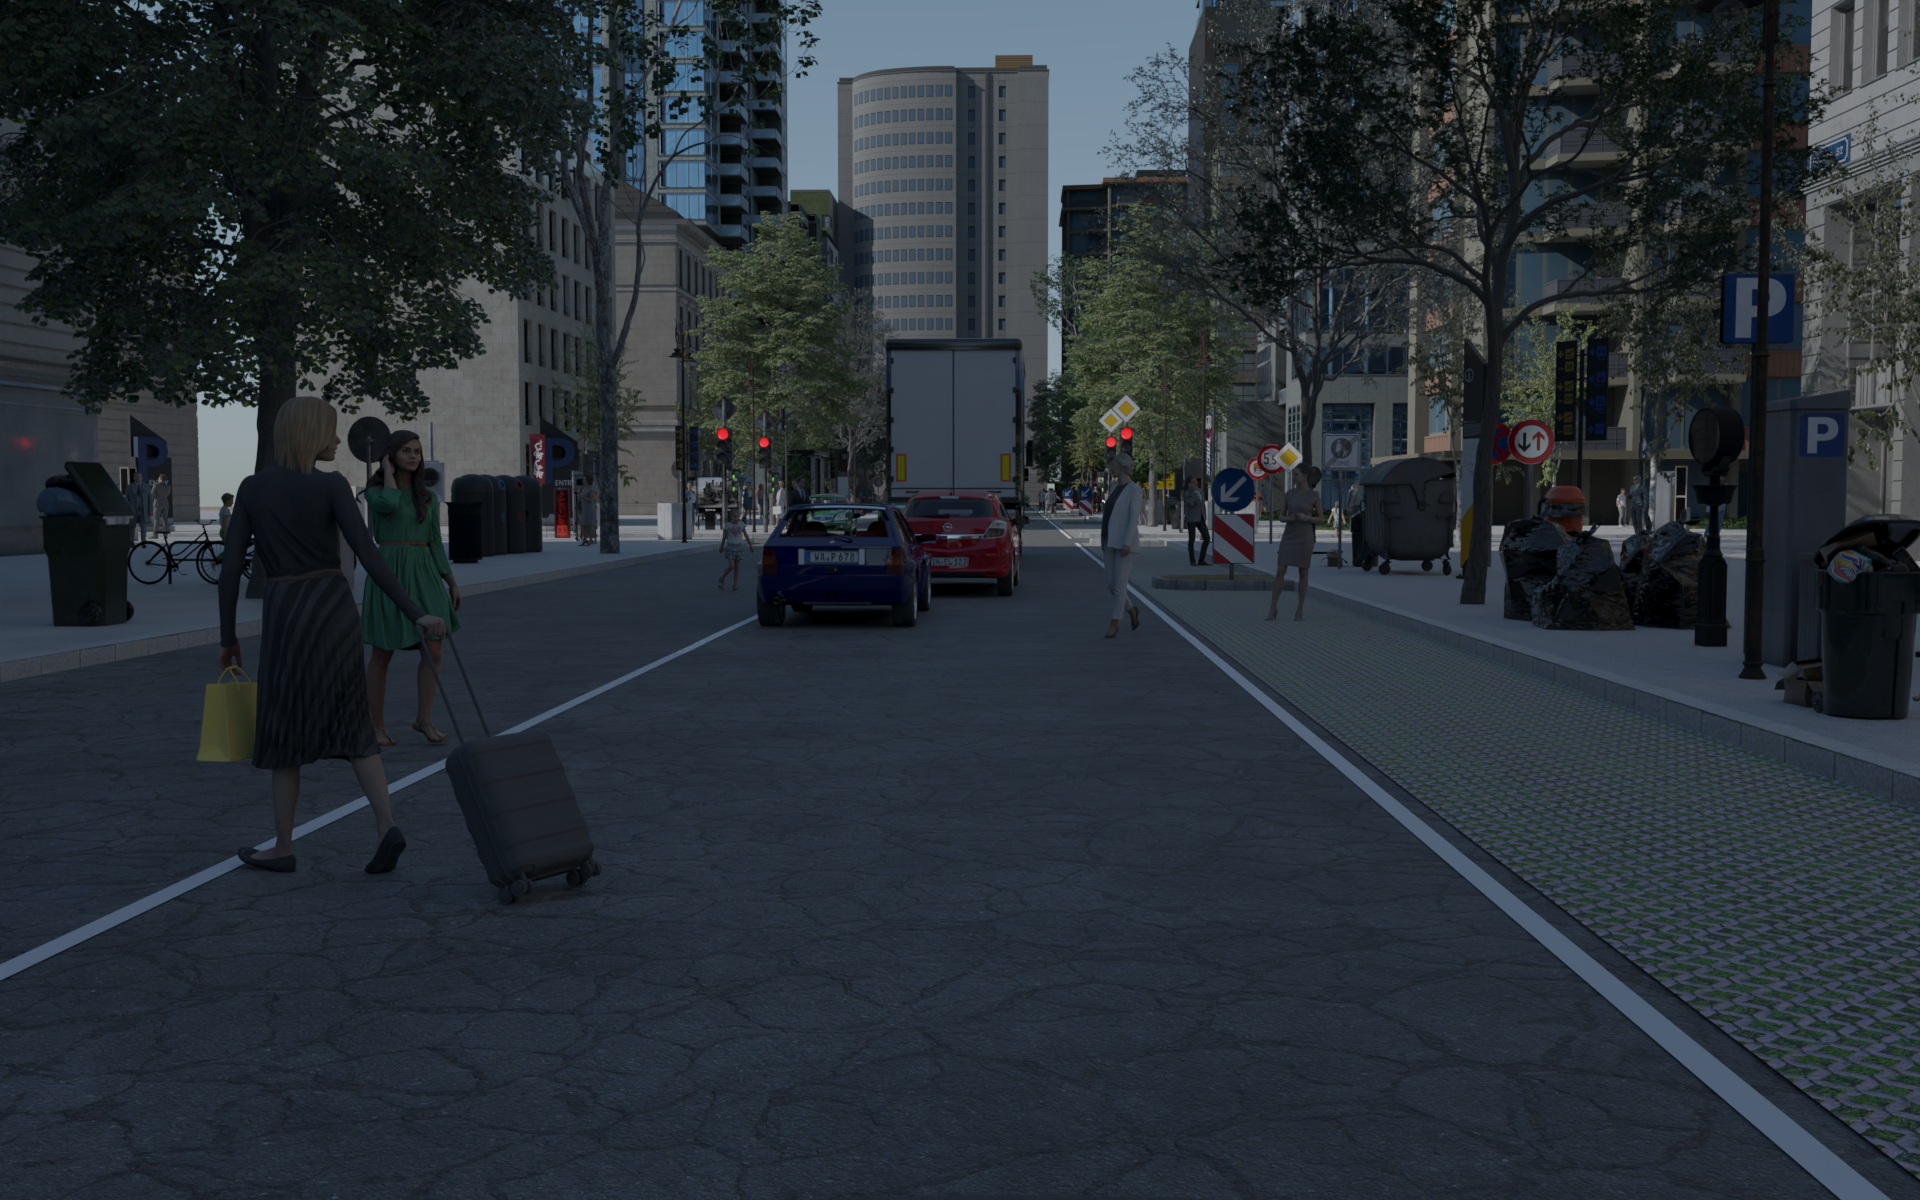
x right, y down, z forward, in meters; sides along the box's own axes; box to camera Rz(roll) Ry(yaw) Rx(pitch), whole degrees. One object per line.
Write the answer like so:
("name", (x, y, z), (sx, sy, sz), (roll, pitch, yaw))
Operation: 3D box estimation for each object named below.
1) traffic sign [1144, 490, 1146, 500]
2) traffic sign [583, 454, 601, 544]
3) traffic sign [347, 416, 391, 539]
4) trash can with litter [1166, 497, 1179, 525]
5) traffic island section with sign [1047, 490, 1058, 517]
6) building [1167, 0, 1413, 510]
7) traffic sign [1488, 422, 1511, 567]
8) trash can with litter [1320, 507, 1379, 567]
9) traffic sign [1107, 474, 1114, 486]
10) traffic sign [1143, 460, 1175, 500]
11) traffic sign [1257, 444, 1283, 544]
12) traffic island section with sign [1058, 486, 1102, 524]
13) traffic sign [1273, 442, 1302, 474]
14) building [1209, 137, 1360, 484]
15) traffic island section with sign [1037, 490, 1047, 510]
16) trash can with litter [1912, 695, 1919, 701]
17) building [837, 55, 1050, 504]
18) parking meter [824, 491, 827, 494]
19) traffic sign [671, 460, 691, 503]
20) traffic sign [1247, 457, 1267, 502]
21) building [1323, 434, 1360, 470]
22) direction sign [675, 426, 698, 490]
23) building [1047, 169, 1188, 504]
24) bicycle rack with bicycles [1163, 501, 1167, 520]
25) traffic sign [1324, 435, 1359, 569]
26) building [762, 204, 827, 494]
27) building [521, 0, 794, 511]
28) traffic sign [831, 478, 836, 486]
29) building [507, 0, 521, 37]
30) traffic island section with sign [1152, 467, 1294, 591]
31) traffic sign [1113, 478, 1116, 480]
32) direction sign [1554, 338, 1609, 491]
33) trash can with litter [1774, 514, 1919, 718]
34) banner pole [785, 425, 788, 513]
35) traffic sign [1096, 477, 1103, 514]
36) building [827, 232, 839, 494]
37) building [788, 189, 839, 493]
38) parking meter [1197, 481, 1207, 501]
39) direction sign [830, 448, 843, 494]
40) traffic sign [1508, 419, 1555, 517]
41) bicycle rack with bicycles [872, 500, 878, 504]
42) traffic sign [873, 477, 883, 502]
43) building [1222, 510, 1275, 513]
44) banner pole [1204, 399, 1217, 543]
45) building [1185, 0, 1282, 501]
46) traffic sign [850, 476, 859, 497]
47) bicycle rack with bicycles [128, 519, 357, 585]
("traffic sign", (10.493, -6.008, 98.334), (0.768, 2.556, 0.104), (0, 4, 5))
("traffic sign", (-9.304, -2.570, 44.144), (0.606, 2.300, 0.079), (0, 4, 4))
("traffic sign", (-9.669, -1.728, 28.363), (0.768, 2.556, 0.104), (0, 4, 8))
("trash can with litter", (8.985, -3.734, 72.438), (0.624, 1.170, 1.055), (0, 4, -7))
("traffic island section with sign", (6.714, -6.186, 109.765), (1.989, 1.847, 2.006), (0, 4, 2))
("building", (33.002, -52.997, 179.165), (22.319, 86.520, 31.000), (0, 4, 2))
("traffic sign", (9.272, -1.846, 30.290), (0.768, 2.556, 0.104), (0, 4, 7))
("trash can with litter", (6.905, -1.169, 30.506), (1.055, 1.170, 0.624), (0, 4, 8))
("traffic sign", (9.478, -6.701, 109.672), (0.768, 2.556, 0.104), (0, 4, 6))
("traffic sign", (10.515, -6.114, 93.831), (2.265, 3.308, 0.079), (0, 4, 2))
("traffic sign", (7.967, -2.704, 44.324), (0.768, 2.556, 0.104), (0, 4, 3))
("traffic island section with sign", (5.809, -4.493, 82.096), (1.989, 1.847, 2.006), (0, 4, 2))
("traffic sign", (8.319, -2.694, 43.772), (0.795, 2.593, 0.064), (1, 4, 11))
("building", (27.454, -22.706, 142.941), (14.160, 30.474, 14.107), (0, 4, 2))
("traffic island section with sign", (8.356, -9.245, 159.786), (1.989, 1.847, 2.006), (0, 4, 2))
("trash can with litter", (7.130, 0.008, 10.922), (2.233, 1.210, 1.678), (1, 4, 17))
("building", (-2.179, -42.472, 236.418), (28.212, 58.520, 21.231), (0, 4, 2))
("parking meter", (-8.407, -6.015, 106.756), (0.372, 1.533, 0.369), (0, 3, 0))
("traffic sign", (-10.133, -3.843, 62.933), (0.768, 2.556, 0.104), (1, 4, 10))
("traffic sign", (10.282, -3.656, 59.880), (0.768, 2.556, 0.104), (0, 4, 4))
("building", (51.918, -37.443, 235.890), (21.600, 48.544, 21.300), (0, 4, 2))
("direction sign", (-9.097, -4.020, 57.716), (0.876, 3.537, 0.379), (-3, 5, -41))
("building", (26.409, -35.591, 236.531), (28.867, 44.769, 22.147), (0, 4, 2))
("bicycle rack with bicycles", (10.399, -4.809, 92.004), (2.852, 0.926, 2.925), (-1, 4, -20))
("traffic sign", (6.478, -1.674, 29.498), (0.606, 2.300, 0.079), (0, 4, 3))
("building", (-21.390, -24.458, 171.594), (14.160, 30.474, 14.107), (0, 4, 2))
("building", (-25.487, -51.039, 147.157), (22.319, 86.520, 31.000), (0, 4, 2))
("traffic sign", (-6.488, -5.430, 90.908), (0.606, 2.300, 0.079), (0, 4, 5))
("building", (-42.346, -39.483, 187.538), (28.212, 58.520, 21.231), (0, 4, 2))
("traffic island section with sign", (3.965, -1.090, 26.450), (1.989, 1.847, 2.006), (0, 4, 2))
("traffic sign", (8.875, -5.935, 97.047), (0.884, 2.594, 0.081), (1, 4, 9))
("direction sign", (9.124, -2.049, 25.490), (0.379, 3.537, 0.876), (-2, 4, -35))
("trash can with litter", (5.176, 0.071, 10.222), (0.624, 1.170, 1.055), (0, 4, -4))
("banner pole", (-6.311, -4.461, 62.951), (0.401, 3.779, 0.863), (0, 4, -4))
("traffic sign", (9.178, -6.829, 111.756), (0.768, 2.556, 0.104), (1, 4, 11))
("building", (-20.693, -25.669, 191.388), (14.107, 30.474, 14.160), (0, 4, 2))
("building", (-23.665, -33.720, 234.911), (14.086, 41.232, 14.154), (0, 4, 2))
("parking meter", (10.700, -4.333, 76.561), (0.399, 1.863, 0.255), (-1, 4, -17))
("direction sign", (-6.043, -5.688, 84.989), (0.876, 3.537, 0.379), (3, 5, 41))
("traffic sign", (9.678, -1.792, 29.408), (0.768, 2.556, 0.104), (1, 4, 10))
("bicycle rack with bicycles", (-6.376, -7.128, 129.921), (2.925, 0.926, 2.852), (-1, 4, -16))
("traffic sign", (-6.054, -7.839, 128.268), (0.768, 2.556, 0.104), (1, 4, 11))
("building", (29.431, -48.899, 112.164), (22.319, 86.520, 31.000), (0, 4, 2))
("banner pole", (6.637, -3.418, 45.897), (0.401, 3.779, 0.863), (-1, 4, -13))
("building", (28.294, -31.042, 157.650), (14.600, 45.320, 14.200), (0, 4, 2))
("traffic sign", (-7.550, -7.500, 122.730), (0.768, 2.556, 0.104), (0, 4, 8))
("bicycle rack with bicycles", (-10.167, -0.732, 25.347), (2.925, 0.926, 2.852), (1, 4, 9))
